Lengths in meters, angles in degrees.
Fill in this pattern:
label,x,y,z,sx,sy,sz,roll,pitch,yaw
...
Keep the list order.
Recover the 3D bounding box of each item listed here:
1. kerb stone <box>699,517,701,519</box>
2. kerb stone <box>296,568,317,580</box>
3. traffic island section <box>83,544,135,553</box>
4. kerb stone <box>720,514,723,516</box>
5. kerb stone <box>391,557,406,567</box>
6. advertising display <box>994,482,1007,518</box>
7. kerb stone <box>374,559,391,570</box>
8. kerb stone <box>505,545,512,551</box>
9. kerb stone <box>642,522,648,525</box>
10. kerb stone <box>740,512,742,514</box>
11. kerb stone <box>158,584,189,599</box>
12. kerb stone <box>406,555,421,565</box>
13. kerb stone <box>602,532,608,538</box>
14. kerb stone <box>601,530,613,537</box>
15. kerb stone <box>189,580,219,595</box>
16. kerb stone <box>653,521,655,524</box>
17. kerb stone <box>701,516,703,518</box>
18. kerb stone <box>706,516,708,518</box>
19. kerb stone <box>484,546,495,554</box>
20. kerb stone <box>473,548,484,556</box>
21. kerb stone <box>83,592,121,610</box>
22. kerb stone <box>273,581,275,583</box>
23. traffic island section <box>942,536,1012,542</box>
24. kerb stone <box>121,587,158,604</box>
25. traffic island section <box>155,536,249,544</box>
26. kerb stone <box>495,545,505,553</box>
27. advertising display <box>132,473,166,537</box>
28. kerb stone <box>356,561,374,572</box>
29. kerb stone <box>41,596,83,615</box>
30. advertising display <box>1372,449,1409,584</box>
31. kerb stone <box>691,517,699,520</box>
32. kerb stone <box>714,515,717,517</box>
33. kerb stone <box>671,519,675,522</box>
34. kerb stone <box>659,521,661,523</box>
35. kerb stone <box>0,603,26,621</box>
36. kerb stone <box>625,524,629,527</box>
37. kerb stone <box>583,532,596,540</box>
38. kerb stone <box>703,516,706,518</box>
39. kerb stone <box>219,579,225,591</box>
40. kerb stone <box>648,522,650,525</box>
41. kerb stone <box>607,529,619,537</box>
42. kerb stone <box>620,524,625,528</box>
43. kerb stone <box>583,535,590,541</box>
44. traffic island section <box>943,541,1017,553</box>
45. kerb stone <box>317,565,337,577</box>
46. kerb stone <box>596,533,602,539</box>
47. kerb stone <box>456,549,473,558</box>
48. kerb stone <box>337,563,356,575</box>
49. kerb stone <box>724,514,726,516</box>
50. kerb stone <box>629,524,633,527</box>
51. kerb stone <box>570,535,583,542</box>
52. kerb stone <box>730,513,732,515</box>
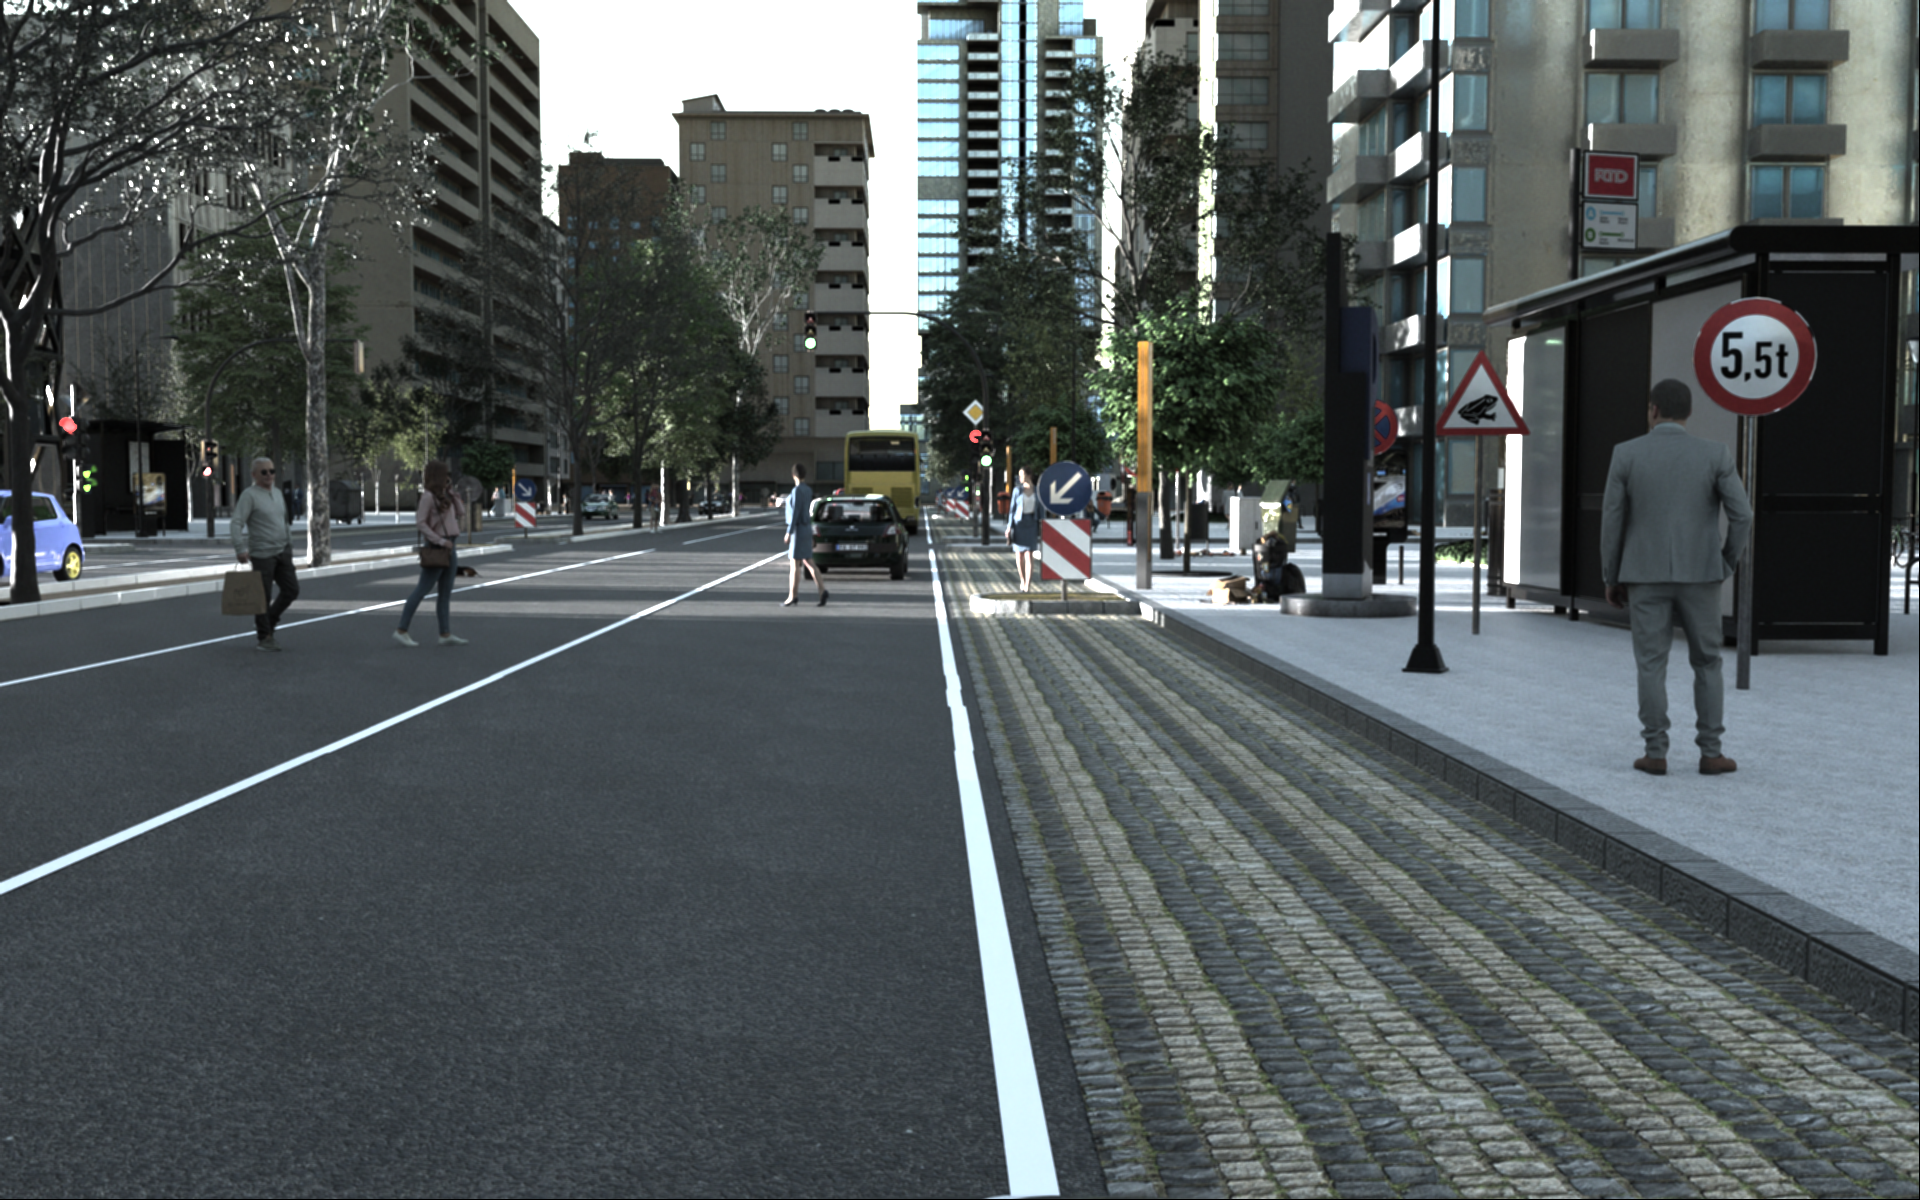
label,x,y,z,sx,sy,sz,roll,pitch,yaw
kerb stone,-14.660,-4.529,96.253,0.120,0.150,1.000,0,4,-1
kerb stone,-11.097,-0.417,29.122,0.120,0.150,1.000,0,4,-1
traffic island section,-21.880,-1.265,42.967,2.009,0.180,2.903,0,4,-1
kerb stone,-14.874,-5.151,106.497,0.120,0.150,1.000,0,4,-1
kerb stone,-11.207,-0.736,34.234,0.120,0.150,1.000,0,4,-1
advertising display,2.229,-5.402,93.535,0.123,1.923,0.974,-3,5,-44
kerb stone,-11.181,-0.667,33.209,0.120,0.150,1.000,0,4,-1
kerb stone,-11.413,-1.300,43.445,0.120,0.150,1.000,0,4,-1
kerb stone,-14.249,-3.396,77.815,0.120,0.150,1.000,0,4,-1
kerb stone,-15.126,-5.845,117.762,0.120,0.150,1.000,0,4,-1
kerb stone,-10.983,-0.110,23.989,0.120,0.150,1.000,0,4,-1
kerb stone,-11.230,-0.798,35.256,0.120,0.150,1.000,0,4,-1
kerb stone,-11.690,-2.086,56.309,0.120,0.150,1.000,0,4,-1
kerb stone,-11.706,-2.149,57.332,0.120,0.150,1.000,0,4,-1
kerb stone,-11.005,-0.173,25.019,0.120,0.150,1.000,0,4,-1
kerb stone,-14.303,-3.527,79.859,0.120,0.150,1.000,0,4,-1
kerb stone,-14.684,-4.592,97.276,0.120,0.150,1.000,0,4,-1
kerb stone,-14.723,-4.715,99.327,0.120,0.150,1.000,0,4,-1
kerb stone,-11.359,-1.175,41.402,0.120,0.150,1.000,0,4,-1
kerb stone,-11.341,-1.109,40.375,0.120,0.150,1.000,0,4,-1
kerb stone,-10.946,0.016,21.934,0.120,0.150,1.000,0,4,-1
kerb stone,-11.068,-0.360,28.100,0.120,0.150,1.000,0,4,-1
traffic island section,0.482,-1.783,51.434,2.009,0.180,2.903,0,4,-1
kerb stone,-10.957,-0.047,22.968,0.120,0.150,1.000,0,4,-1
traffic island section,-22.054,-1.754,50.951,2.009,0.180,2.903,0,4,-1
kerb stone,-11.387,-1.237,42.423,0.120,0.150,1.000,0,4,-1
advertising display,-24.486,-2.882,52.333,0.123,1.923,0.974,3,4,37
kerb stone,-11.162,-0.611,32.187,0.120,0.150,1.000,0,4,-1
kerb stone,-10.918,0.079,20.902,0.120,0.150,1.000,0,4,-1
advertising display,5.867,-1.184,24.572,0.974,1.923,0.123,0,4,-8
kerb stone,-14.634,-4.467,95.231,0.120,0.150,1.000,0,4,-1
kerb stone,-14.807,-4.967,103.427,0.120,0.150,1.000,0,4,-1
kerb stone,-14.434,-3.902,86.000,0.120,0.150,1.000,0,4,-1
kerb stone,-14.344,-3.649,81.912,0.120,0.150,1.000,0,4,-1
kerb stone,-10.896,0.142,19.872,0.120,0.150,1.000,0,4,-1
kerb stone,-14.143,-3.087,72.663,0.120,0.150,1.000,0,4,-1
kerb stone,-11.650,-1.961,54.261,0.120,0.150,1.000,0,4,-1
kerb stone,-14.705,-4.648,98.305,0.120,0.150,1.000,0,4,-1
kerb stone,-11.017,-0.235,26.041,0.120,0.150,1.000,0,4,-1
kerb stone,-14.277,-3.464,78.837,0.120,0.150,1.000,0,4,-1
kerb stone,-11.731,-2.212,58.356,0.120,0.150,1.000,0,4,-1
kerb stone,-14.127,-3.024,71.641,0.120,0.150,1.000,0,4,-1
kerb stone,-11.621,-1.899,53.239,0.120,0.150,1.000,0,4,-1
traffic island section,0.656,-1.295,43.451,2.009,0.180,2.903,0,4,-1
kerb stone,-11.115,-0.486,30.143,0.120,0.150,1.000,0,4,-1
kerb stone,-11.664,-2.023,55.287,0.120,0.150,1.000,0,4,-1
kerb stone,-11.319,-1.047,39.353,0.120,0.150,1.000,0,4,-1
kerb stone,-11.147,-0.549,31.165,0.120,0.150,1.000,0,4,-1
kerb stone,-14.928,-5.281,108.541,0.120,0.150,1.000,0,4,-1
kerb stone,-14.163,-3.150,73.697,0.120,0.150,1.000,0,4,-1
kerb stone,-11.595,-1.836,52.217,0.120,0.150,1.000,0,4,-1
kerb stone,-15.001,-5.468,111.623,0.120,0.150,1.000,0,4,-1
